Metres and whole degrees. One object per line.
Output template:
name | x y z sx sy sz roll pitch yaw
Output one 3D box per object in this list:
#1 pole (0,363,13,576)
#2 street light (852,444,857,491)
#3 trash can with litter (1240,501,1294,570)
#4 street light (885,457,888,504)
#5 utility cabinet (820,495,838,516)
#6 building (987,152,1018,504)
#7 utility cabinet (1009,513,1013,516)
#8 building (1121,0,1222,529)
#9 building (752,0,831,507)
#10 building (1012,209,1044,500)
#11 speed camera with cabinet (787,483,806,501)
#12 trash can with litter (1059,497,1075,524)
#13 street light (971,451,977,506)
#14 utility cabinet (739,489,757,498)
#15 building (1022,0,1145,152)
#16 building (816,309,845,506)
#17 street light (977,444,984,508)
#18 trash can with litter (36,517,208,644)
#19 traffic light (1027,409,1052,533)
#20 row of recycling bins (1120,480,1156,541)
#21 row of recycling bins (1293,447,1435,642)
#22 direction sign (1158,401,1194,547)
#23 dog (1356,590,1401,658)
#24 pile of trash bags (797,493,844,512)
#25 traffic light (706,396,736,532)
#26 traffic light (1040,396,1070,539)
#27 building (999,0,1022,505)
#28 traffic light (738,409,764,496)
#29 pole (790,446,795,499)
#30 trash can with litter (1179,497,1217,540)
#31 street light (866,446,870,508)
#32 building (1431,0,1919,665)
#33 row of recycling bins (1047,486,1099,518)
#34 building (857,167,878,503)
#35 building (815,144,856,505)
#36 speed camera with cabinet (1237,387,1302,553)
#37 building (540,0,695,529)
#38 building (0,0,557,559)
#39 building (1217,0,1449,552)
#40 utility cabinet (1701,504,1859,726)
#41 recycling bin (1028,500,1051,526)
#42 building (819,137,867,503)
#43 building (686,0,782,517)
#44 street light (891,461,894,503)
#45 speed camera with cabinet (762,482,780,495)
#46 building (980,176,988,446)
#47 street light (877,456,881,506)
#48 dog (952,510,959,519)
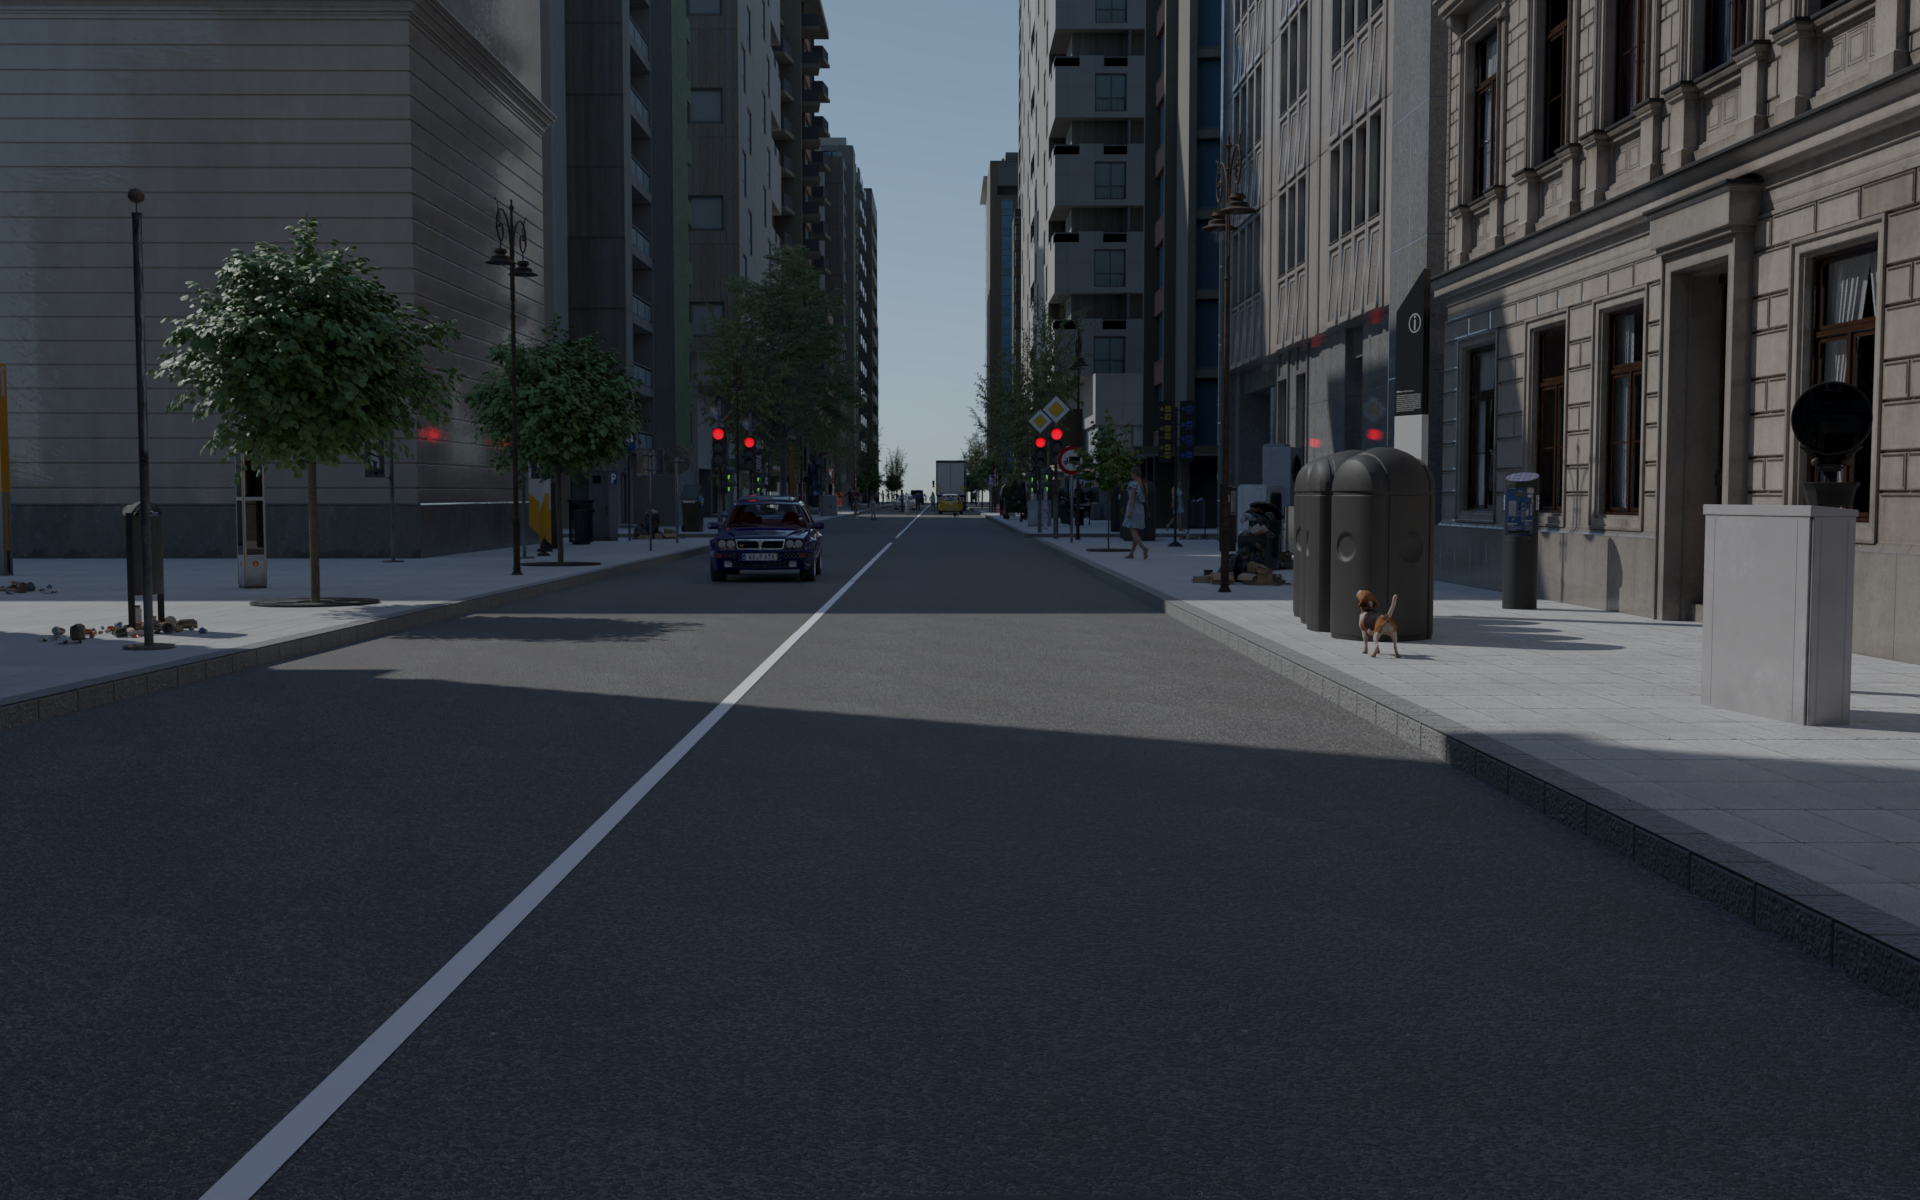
pole | -15.010 -2.036 27.131 0.158 3.312 0.155 0 3 0
street light | -8.224 -9.913 134.859 0.468 5.910 1.993 0 4 -1
trash can with litter | 5.262 -1.102 29.402 0.624 1.170 1.055 3 5 39
street light | -9.216 -14.977 217.654 0.468 5.910 1.993 0 4 -1
utility cabinet | -7.691 -5.533 101.631 1.020 1.237 0.306 1 4 15
building | 10.615 -35.283 226.983 14.600 45.320 14.200 0 4 -1
utility cabinet | 2.918 -5.630 100.725 0.318 1.500 1.173 -1 4 -9
building | 20.519 -25.512 71.738 28.867 44.769 22.147 0 4 -1
building | -22.442 -30.070 146.261 22.147 44.769 28.867 0 4 -1
building | 12.249 -24.813 177.386 14.160 30.474 14.107 0 4 -1
speed camera with cabinet | -12.640 -8.292 129.908 2.038 3.252 0.660 1 4 13
trash can with litter | 4.766 -3.841 74.184 1.055 1.170 0.624 0 4 6
street light | 1.711 -12.823 182.448 0.468 5.910 1.993 0 4 -1
utility cabinet | -8.967 -3.946 73.190 0.318 1.500 1.173 2 4 28
building | 19.507 -34.652 155.805 28.713 52.752 27.495 0 4 -1
building | -26.327 -20.262 176.321 27.650 21.520 28.899 0 4 -1
street light | 1.979 -11.240 156.555 0.468 5.910 1.993 0 4 -1
trash can with litter | -7.769 -0.293 15.843 1.678 1.210 2.233 0 4 5
traffic light | 2.637 -4.196 57.524 0.839 4.253 0.868 0 4 -1
row of recycling bins | 5.020 -2.535 48.565 1.069 1.692 3.534 0 4 4
row of recycling bins | 3.794 -0.586 16.702 1.069 1.692 3.534 0 4 4
direction sign | 5.258 -3.071 42.210 0.876 3.537 0.379 1 4 22
dog | 3.308 0.188 13.750 0.540 0.507 0.406 3 5 41
pile of trash bags | -9.557 -6.586 117.435 3.447 1.369 1.912 1 4 11
traffic light | -6.834 -3.700 49.417 0.839 4.253 0.868 0 4 -1
traffic light | 2.727 -3.708 49.539 0.839 4.253 0.868 0 4 -1
building | 14.973 -46.224 194.017 20.563 71.187 20.611 0 4 -1
traffic light | -6.923 -4.188 57.401 0.839 4.253 0.868 0 4 -1
pole | -7.113 -4.870 73.465 0.158 3.312 0.155 0 3 0
trash can with litter | 7.094 -2.315 48.910 2.233 1.210 1.678 -1 4 -12
street light | -8.567 -11.549 161.608 0.468 5.910 1.993 0 4 -1
building | 11.848 -9.281 16.365 10.561 19.102 19.286 0 4 -1
row of recycling bins | 6.046 -5.256 93.043 3.534 1.692 1.069 -1 4 -20
building | -23.382 -38.884 259.459 21.300 48.544 21.600 0 4 -1
building | -19.209 -31.416 197.252 14.154 41.232 14.086 0 4 -1
speed camera with cabinet | 5.644 -2.270 31.445 0.660 3.252 2.038 2 4 28
building | -18.284 -23.381 65.870 14.154 41.232 14.086 0 4 -1
building | -22.901 -14.801 39.258 25.104 27.353 12.463 0 4 -1
building | 13.033 -13.332 36.009 12.078 24.808 19.932 0 4 -1
utility cabinet | 4.739 0.067 10.063 0.306 1.237 1.020 -1 4 -9
recycling bin | 3.176 -3.461 69.140 0.722 1.027 0.722 2 4 31
building | -24.096 -37.544 233.449 23.786 49.044 30.456 0 4 -1
building | -24.829 -31.282 100.703 28.713 52.752 27.495 0 4 -1
street light | -9.497 -16.575 243.793 0.468 5.910 1.993 0 4 -1
speed camera with cabinet | -13.768 -7.969 124.625 2.038 3.252 0.660 -2 4 -31
building | 17.792 -42.129 278.047 28.713 52.752 27.495 0 4 -1
street light | -8.807 -13.132 187.501 0.468 5.910 1.993 0 4 -1
dog | -0.258 -4.965 100.470 0.540 0.507 0.406 1 4 22
